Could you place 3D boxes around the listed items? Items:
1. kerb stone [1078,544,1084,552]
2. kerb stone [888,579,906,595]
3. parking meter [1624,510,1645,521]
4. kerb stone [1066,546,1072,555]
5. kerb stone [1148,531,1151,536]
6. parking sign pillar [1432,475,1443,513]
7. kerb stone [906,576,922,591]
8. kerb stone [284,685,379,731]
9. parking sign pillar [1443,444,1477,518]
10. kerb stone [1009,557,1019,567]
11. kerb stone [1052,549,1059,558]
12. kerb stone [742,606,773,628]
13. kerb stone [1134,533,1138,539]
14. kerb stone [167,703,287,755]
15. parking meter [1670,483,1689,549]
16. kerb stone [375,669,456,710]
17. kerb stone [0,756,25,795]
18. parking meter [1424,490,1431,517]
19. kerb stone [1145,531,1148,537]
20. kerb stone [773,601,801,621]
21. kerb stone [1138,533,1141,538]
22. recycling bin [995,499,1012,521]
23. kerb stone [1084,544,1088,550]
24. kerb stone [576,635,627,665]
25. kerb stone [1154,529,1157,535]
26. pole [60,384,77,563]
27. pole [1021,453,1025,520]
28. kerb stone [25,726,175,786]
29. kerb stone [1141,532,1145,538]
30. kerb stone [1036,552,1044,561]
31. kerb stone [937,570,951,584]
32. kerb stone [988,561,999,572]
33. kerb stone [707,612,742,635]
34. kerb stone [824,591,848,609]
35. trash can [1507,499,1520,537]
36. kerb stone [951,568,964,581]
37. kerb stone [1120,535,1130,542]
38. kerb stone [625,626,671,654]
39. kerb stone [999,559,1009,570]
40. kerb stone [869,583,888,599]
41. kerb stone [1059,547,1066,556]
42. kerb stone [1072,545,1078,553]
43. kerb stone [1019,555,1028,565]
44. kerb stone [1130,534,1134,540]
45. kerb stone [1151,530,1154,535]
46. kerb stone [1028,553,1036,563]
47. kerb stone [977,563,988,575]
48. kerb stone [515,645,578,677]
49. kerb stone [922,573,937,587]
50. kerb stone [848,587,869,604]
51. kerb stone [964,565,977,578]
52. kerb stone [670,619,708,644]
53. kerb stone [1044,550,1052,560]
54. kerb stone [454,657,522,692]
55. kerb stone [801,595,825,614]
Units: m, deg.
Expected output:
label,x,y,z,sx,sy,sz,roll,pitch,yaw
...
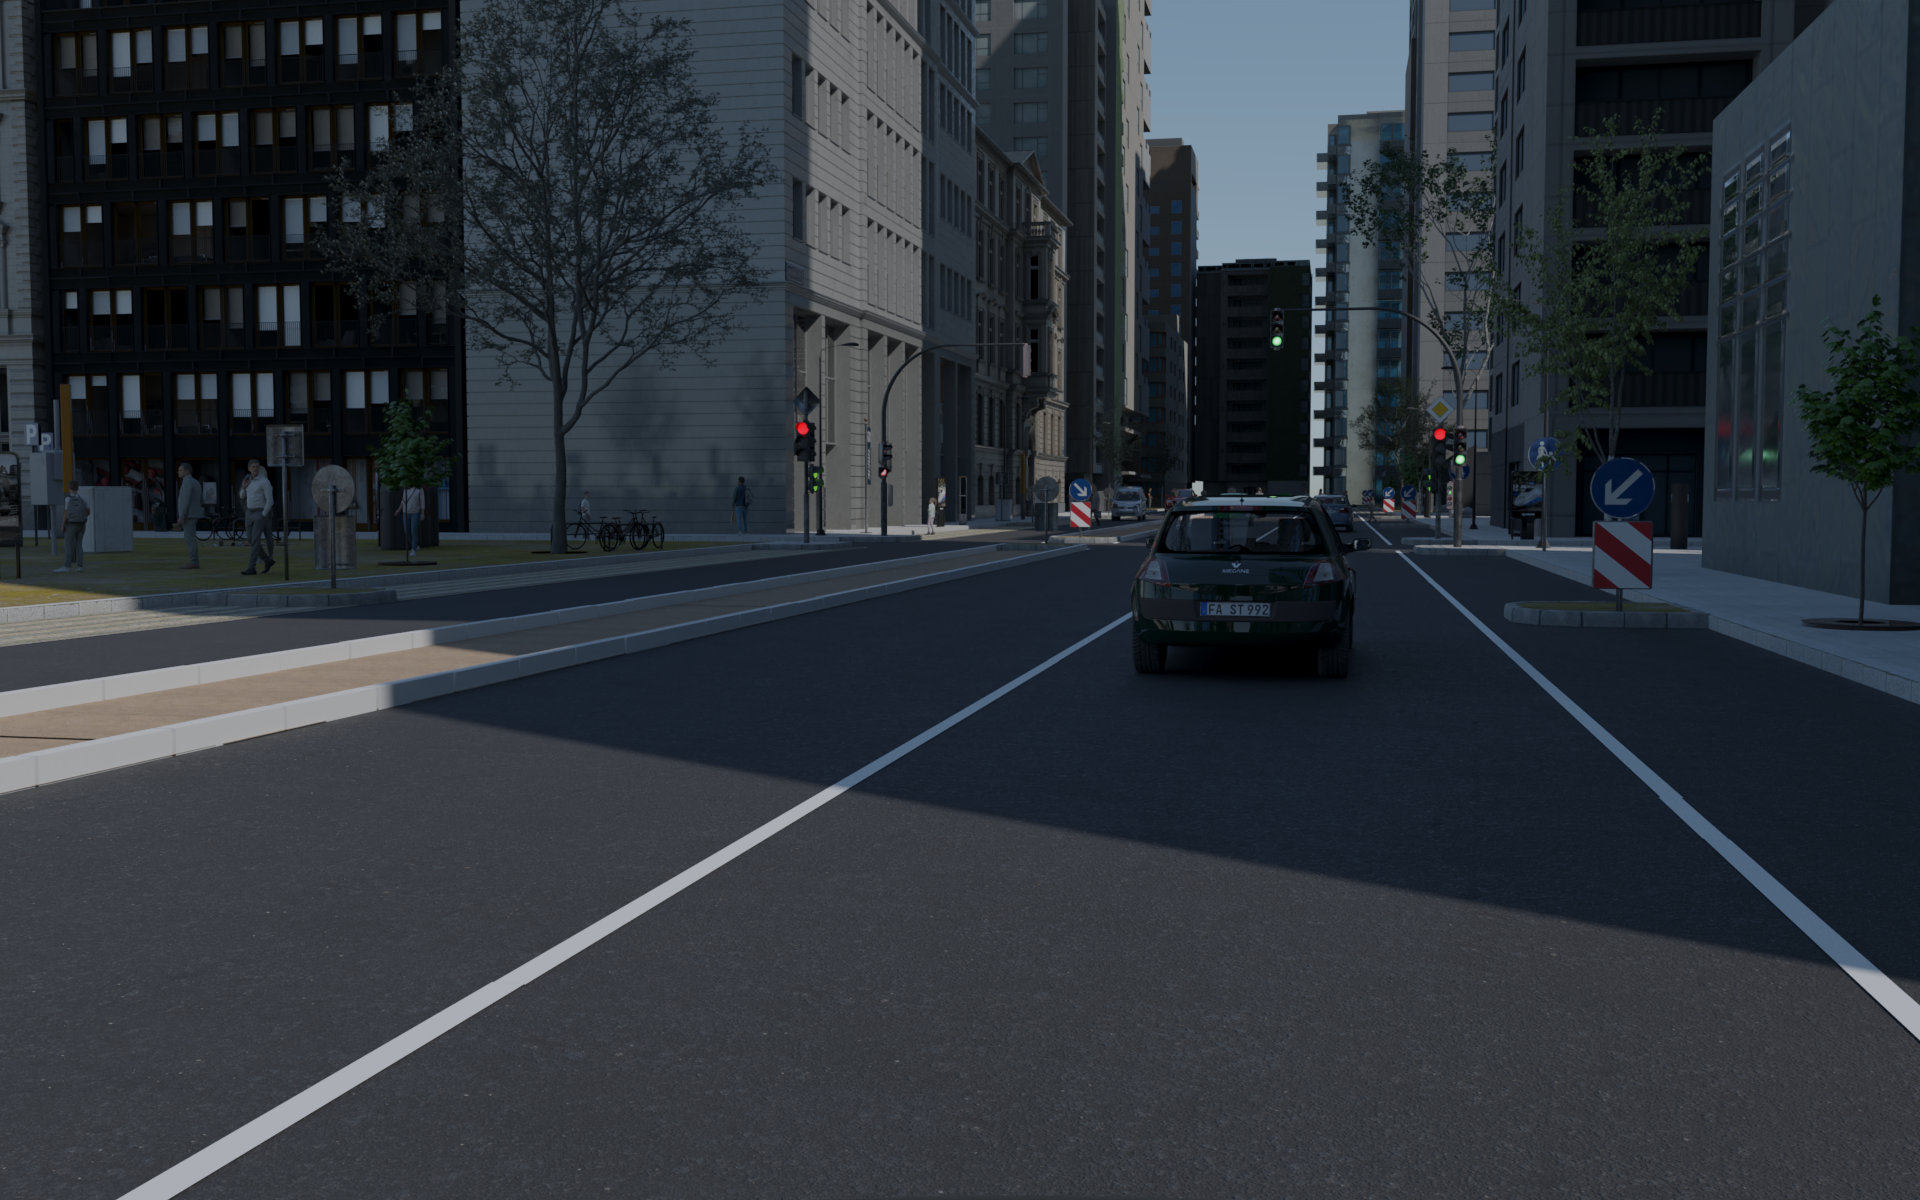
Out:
label,x,y,z,sx,sy,sz,roll,pitch,yaw
kerb stone,2.898,-1.275,43.040,0.120,0.150,1.000,1,4,12
kerb stone,-0.991,-0.173,25.025,0.120,0.150,1.000,1,4,12
parking meter,10.705,-1.172,27.579,0.372,1.533,0.369,0,3,0
kerb stone,2.469,-1.153,41.042,0.120,0.150,1.000,1,4,12
kerb stone,6.277,-2.226,58.624,0.120,0.150,1.000,1,4,12
parking sign pillar,33.207,-7.975,118.865,1.447,3.967,1.447,2,4,27
kerb stone,-0.784,-0.234,26.026,0.120,0.150,1.000,1,4,12
kerb stone,-4.028,0.686,10.987,0.120,0.150,1.000,1,4,12
parking sign pillar,27.079,-6.408,93.245,1.447,3.967,1.447,0,4,1
kerb stone,0.958,-0.720,34.042,0.120,0.150,1.000,1,4,12
kerb stone,2.032,-1.031,39.045,0.120,0.150,1.000,1,4,12
kerb stone,-2.301,0.194,19.019,0.120,0.150,1.000,1,4,12
kerb stone,5.409,-1.984,54.626,0.120,0.150,1.000,1,4,12
kerb stone,-4.248,0.747,9.988,0.120,0.150,1.000,1,4,12
parking meter,16.747,-1.951,40.306,0.372,1.533,0.369,0,3,0
kerb stone,-3.810,0.624,11.995,0.120,0.150,1.000,1,4,12
kerb stone,-4.684,0.869,7.985,0.120,0.150,1.000,1,4,12
parking meter,25.872,-5.349,95.873,0.372,1.533,0.369,0,3,0
kerb stone,6.060,-2.167,57.625,0.120,0.150,1.000,1,4,12
kerb stone,-2.077,0.133,20.016,0.120,0.150,1.000,1,4,12
kerb stone,5.624,-2.039,55.626,0.120,0.150,1.000,1,4,12
recycling bin,2.065,-4.218,81.518,0.722,1.027,0.722,1,4,10
kerb stone,3.115,-1.336,44.042,0.120,0.150,1.000,1,4,12
kerb stone,-3.164,0.440,15.003,0.120,0.150,1.000,1,4,12
kerb stone,6.704,-2.350,60.624,0.120,0.150,1.000,1,4,12
pole,-16.621,-2.351,32.287,0.158,3.312,0.155,0,3,0
pole,3.164,-5.689,86.865,0.158,3.312,0.155,0,3,0
kerb stone,-4.468,0.808,8.984,0.120,0.150,1.000,1,4,12
kerb stone,5.841,-2.105,56.625,0.120,0.150,1.000,1,4,12
kerb stone,1.605,-0.908,37.046,0.120,0.150,1.000,1,4,12
kerb stone,-0.353,-0.356,28.024,0.120,0.150,1.000,1,4,12
kerb stone,0.517,-0.602,32.032,0.120,0.150,1.000,1,4,12
kerb stone,-2.515,0.256,18.006,0.120,0.150,1.000,1,4,12
kerb stone,-1.648,0.011,22.014,0.120,0.150,1.000,1,4,12
trash can,16.887,-2.488,52.329,0.748,1.137,0.748,0,3,0
kerb stone,-0.131,-0.415,29.024,0.120,0.150,1.000,1,4,12
kerb stone,4.977,-1.857,52.627,0.120,0.150,1.000,1,4,12
kerb stone,-2.936,0.379,15.999,0.120,0.150,1.000,1,4,12
kerb stone,0.738,-0.664,33.044,0.120,0.150,1.000,1,4,12
kerb stone,-1.214,-0.111,24.020,0.120,0.150,1.000,1,4,12
kerb stone,2.251,-1.092,40.043,0.120,0.150,1.000,1,4,12
kerb stone,2.681,-1.213,42.042,0.120,0.150,1.000,1,4,12
kerb stone,1.172,-0.786,35.042,0.120,0.150,1.000,1,4,12
kerb stone,5.191,-1.920,53.626,0.120,0.150,1.000,1,4,12
kerb stone,6.485,-2.289,59.625,0.120,0.150,1.000,1,4,12
kerb stone,1.384,-0.847,36.048,0.120,0.150,1.000,1,4,12
kerb stone,0.301,-0.538,31.031,0.120,0.150,1.000,1,4,12
kerb stone,-3.381,0.502,14.002,0.120,0.150,1.000,1,4,12
kerb stone,-0.571,-0.295,27.025,0.120,0.150,1.000,1,4,12
kerb stone,-1.435,-0.050,23.022,0.120,0.150,1.000,1,4,12
kerb stone,0.086,-0.479,30.023,0.120,0.150,1.000,1,4,12
kerb stone,-2.729,0.318,17.004,0.120,0.150,1.000,1,4,12
kerb stone,1.818,-0.969,38.046,0.120,0.150,1.000,1,4,12
kerb stone,-3.594,0.566,13.002,0.120,0.150,1.000,1,4,12
kerb stone,-1.866,0.080,21.017,0.120,0.150,1.000,1,4,12
